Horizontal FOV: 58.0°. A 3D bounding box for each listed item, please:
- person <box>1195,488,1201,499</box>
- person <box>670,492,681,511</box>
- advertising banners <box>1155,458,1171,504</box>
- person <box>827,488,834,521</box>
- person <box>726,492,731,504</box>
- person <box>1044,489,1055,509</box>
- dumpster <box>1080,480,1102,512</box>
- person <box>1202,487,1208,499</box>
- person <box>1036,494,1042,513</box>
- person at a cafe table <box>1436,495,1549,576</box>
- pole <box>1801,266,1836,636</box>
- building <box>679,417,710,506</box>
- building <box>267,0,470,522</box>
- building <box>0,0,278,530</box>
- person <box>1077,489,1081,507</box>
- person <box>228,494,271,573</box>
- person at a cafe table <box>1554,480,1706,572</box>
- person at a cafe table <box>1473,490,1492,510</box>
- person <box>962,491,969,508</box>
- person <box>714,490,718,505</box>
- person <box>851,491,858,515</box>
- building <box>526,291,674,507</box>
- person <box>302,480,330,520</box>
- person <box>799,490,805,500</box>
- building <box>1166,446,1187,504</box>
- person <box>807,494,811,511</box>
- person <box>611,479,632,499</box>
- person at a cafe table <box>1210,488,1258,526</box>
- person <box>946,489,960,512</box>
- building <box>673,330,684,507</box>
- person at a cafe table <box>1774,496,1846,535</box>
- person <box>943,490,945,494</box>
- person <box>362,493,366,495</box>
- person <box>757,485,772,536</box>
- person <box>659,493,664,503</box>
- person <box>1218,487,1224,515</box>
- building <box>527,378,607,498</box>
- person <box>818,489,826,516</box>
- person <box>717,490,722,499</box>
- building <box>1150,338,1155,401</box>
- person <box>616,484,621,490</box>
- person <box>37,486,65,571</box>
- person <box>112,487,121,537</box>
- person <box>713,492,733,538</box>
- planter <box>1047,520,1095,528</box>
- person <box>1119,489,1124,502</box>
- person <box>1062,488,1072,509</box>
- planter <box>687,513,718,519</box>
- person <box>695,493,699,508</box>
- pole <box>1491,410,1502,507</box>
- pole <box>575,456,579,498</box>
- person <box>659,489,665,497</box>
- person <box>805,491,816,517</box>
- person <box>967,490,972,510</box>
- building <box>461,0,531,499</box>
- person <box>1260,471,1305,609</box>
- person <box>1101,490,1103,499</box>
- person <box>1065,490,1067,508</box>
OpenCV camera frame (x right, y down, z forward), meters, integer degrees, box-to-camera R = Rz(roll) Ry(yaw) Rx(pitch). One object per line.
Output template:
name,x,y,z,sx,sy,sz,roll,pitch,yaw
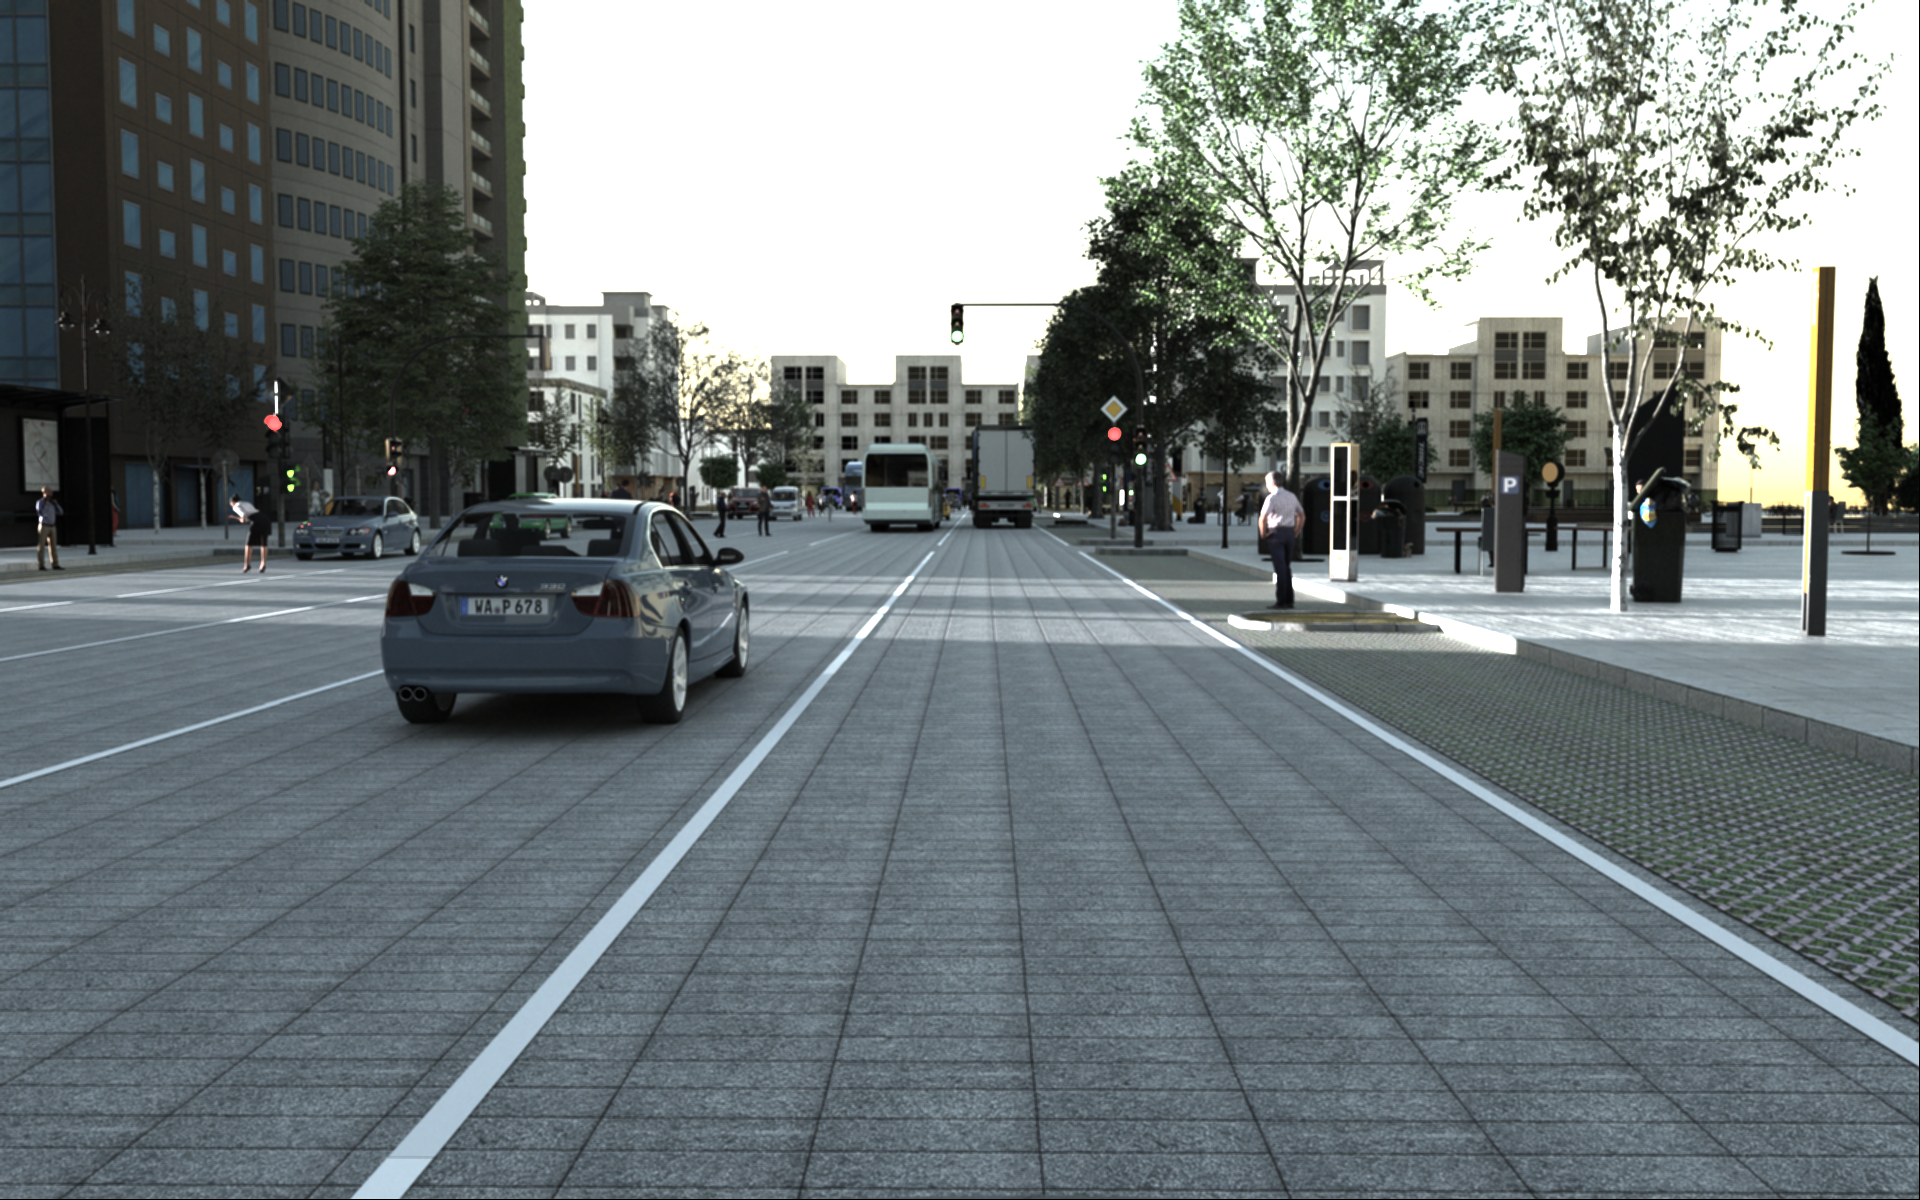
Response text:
person,17.968,-7.611,131.015,0.750,1.759,0.617,3,4,38
person,-14.852,-4.865,90.250,0.569,1.553,0.471,0,4,6
advertising banners,9.613,-5.278,82.485,0.090,3.025,2.074,-1,4,-16
person,-6.801,-5.002,91.002,0.376,1.734,0.841,0,4,-6
person,-19.007,-8.154,142.621,1.065,1.426,0.557,0,4,-3
person,7.978,-8.943,152.981,1.217,1.735,0.721,1,4,16
dumpster,9.295,-7.377,123.108,1.502,2.255,1.985,0,4,1
person,19.456,-8.086,138.238,0.705,1.826,1.348,-1,4,-9
person,5.838,-7.119,128.117,0.599,1.433,0.991,-1,4,-18
person at a cafe table,8.545,-1.037,27.809,1.698,1.238,1.726,1,4,14
pole,7.754,-1.333,15.640,0.158,3.312,0.155,0,3,0
building,-41.927,-14.949,186.566,28.070,9.664,9.099,0,4,1
building,-40.009,-33.400,88.086,21.231,58.520,28.212,0,4,1
building,-36.615,-25.501,67.058,14.600,45.320,14.200,0,4,1
person,12.102,-10.235,173.470,0.705,1.814,1.350,3,5,41
person,-13.002,-1.220,31.641,0.799,1.438,0.628,-1,4,-12
person at a cafe table,11.216,-1.258,29.083,1.622,1.524,1.698,-2,4,-26
person at a cafe table,29.839,-5.456,97.716,1.698,1.524,1.622,0,4,2
person,0.547,-10.144,175.068,0.721,1.735,1.217,3,5,40
person,-28.024,-11.820,199.385,0.705,1.814,1.350,1,4,9
person,-7.201,-6.590,117.713,0.517,1.644,0.566,1,4,17
building,-35.665,-18.534,159.451,16.016,20.091,11.380,0,4,1
person,-20.463,-2.952,55.036,0.841,1.734,0.376,-1,4,-13
person,-12.748,-7.836,136.695,1.350,1.814,0.705,3,4,38
building,23.198,-13.579,164.163,9.099,9.664,28.070,0,4,1
person,-12.441,-8.007,142.651,0.421,1.427,0.697,1,4,13
person,-7.749,-1.877,39.632,0.683,1.767,0.568,1,4,11
person at a cafe table,11.438,-3.819,70.952,1.698,1.524,1.622,-2,4,-29
person,-0.646,-7.734,134.959,1.348,1.824,0.705,0,4,0
building,-35.959,-19.229,170.815,16.016,20.091,11.380,0,4,1
person at a cafe table,26.872,-2.663,54.394,1.698,1.238,1.726,-2,4,-33
person,-1.200,-7.620,133.805,0.721,1.735,1.217,1,4,10
person,-28.506,-4.440,82.552,0.340,1.345,0.435,1,4,14
person,-6.631,-3.072,59.262,0.617,1.759,0.750,-2,4,-30
person,-18.845,-6.089,109.510,0.435,1.345,0.340,0,4,6
person,16.106,-6.072,106.046,0.376,1.734,0.841,2,4,34
building,-32.982,-12.093,139.864,9.099,9.664,28.070,0,4,1
person,-8.999,-6.359,113.187,0.376,1.734,0.841,2,4,23
person,-27.396,-11.734,197.898,0.705,1.823,1.348,2,4,24
building,27.520,-20.010,183.579,16.016,20.091,11.380,0,4,1
person,-9.240,-2.313,47.242,0.530,1.710,0.541,1,4,22
person,-17.043,-1.337,32.421,0.319,1.574,0.516,2,4,26
person,-25.487,-2.711,52.070,0.444,1.614,0.593,-2,4,-28
person,-7.746,-2.792,56.838,0.600,1.496,0.574,0,4,7
planter,4.712,-3.238,74.080,1.991,0.319,1.994,0,4,1
person,14.410,-9.084,155.396,0.721,1.723,1.217,0,4,-1
person,9.519,-8.992,153.092,0.705,1.821,1.348,-2,4,-34
planter,-15.241,-4.912,101.443,1.991,0.319,1.994,0,4,1
person,-24.872,-9.410,163.134,0.697,1.427,0.421,1,4,17
pole,13.023,-2.949,42.065,0.158,3.312,0.155,0,3,0
pole,-20.282,-5.985,91.690,0.158,3.312,0.155,0,3,0
person,-25.514,-8.645,148.063,0.621,1.740,0.551,3,5,41
person,-9.213,-5.898,106.638,0.593,1.614,0.444,1,4,19
person,0.959,-8.872,153.543,0.705,1.826,1.348,2,4,29
building,-36.218,-26.065,109.761,14.154,41.232,14.086,0,4,1
person,3.932,-0.736,21.468,0.756,1.711,0.436,-2,4,-28
person,13.492,-9.753,165.948,0.568,1.767,0.683,-1,4,-22
person,9.593,-9.016,154.925,0.415,1.643,0.593,-2,4,-26
